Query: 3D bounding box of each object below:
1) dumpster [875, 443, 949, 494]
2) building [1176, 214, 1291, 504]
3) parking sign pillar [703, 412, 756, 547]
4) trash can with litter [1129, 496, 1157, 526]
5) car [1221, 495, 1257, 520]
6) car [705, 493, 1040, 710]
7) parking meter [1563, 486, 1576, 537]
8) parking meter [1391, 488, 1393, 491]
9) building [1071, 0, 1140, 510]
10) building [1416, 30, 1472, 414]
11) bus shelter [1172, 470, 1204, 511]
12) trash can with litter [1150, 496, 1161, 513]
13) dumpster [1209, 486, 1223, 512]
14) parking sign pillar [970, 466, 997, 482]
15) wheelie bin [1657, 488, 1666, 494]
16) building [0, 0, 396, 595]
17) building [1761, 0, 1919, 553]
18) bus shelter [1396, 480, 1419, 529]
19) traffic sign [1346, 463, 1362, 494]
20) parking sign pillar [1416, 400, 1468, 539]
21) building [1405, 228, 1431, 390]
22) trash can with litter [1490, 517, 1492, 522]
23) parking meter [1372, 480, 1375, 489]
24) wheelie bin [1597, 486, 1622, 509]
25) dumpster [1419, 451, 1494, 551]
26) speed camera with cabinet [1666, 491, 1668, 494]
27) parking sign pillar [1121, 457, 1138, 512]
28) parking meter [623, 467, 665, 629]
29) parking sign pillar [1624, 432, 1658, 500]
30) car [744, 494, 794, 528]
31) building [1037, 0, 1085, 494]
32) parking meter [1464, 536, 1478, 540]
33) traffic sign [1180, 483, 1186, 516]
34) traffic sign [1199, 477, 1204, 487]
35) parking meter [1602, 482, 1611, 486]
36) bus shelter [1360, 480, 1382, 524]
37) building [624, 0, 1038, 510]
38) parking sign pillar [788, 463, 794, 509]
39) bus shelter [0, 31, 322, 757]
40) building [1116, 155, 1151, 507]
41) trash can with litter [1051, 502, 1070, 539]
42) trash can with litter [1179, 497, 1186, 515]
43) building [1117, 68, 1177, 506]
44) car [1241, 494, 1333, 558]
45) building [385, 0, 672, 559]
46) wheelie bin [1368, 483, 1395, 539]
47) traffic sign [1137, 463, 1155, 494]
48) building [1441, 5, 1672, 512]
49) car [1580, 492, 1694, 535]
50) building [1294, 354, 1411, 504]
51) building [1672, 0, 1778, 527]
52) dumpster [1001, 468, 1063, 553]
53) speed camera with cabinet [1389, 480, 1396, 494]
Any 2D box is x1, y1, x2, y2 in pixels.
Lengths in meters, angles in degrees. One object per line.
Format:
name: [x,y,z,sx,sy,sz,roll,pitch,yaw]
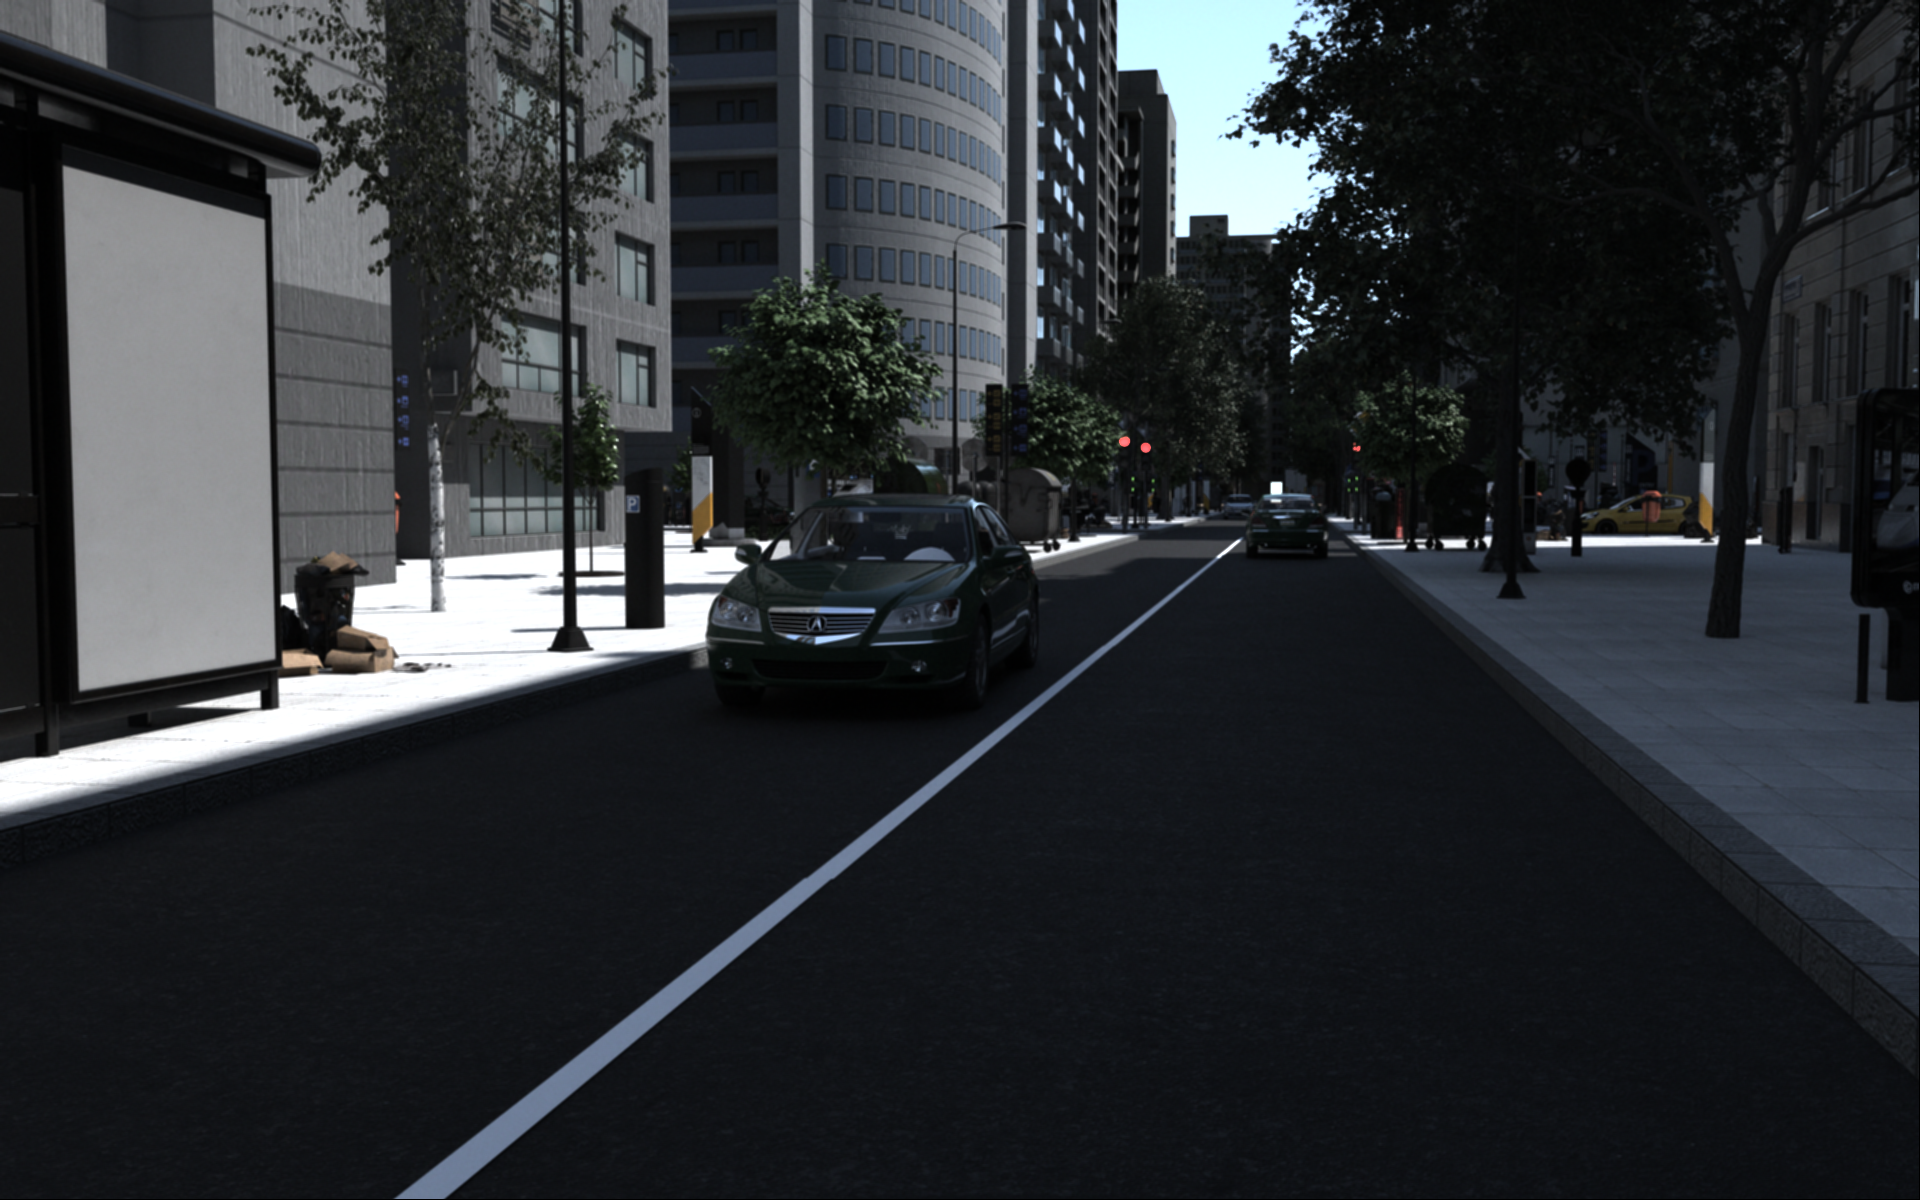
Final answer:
dumpster: [-1.140,-1.861,32.918,1.502,2.255,1.985,1,4,11]
building: [34.819,-33.762,243.895,23.993,40.220,32.217,1,4,11]
parking sign pillar: [-5.747,-3.308,42.553,1.447,3.967,1.447,-2,4,-30]
trash can with litter: [7.198,-3.637,70.523,1.678,1.210,2.233,1,4,17]
car: [15.846,-5.276,98.266,2.014,1.417,4.499,1,4,9]
car: [-0.494,-0.082,13.146,2.131,1.459,4.920,1,4,10]
parking meter: [18.373,-2.676,52.161,0.372,1.533,0.369,0,3,0]
parking meter: [17.243,-3.752,69.753,0.372,1.533,0.369,0,3,0]
building: [5.134,-43.519,149.782,20.563,71.187,20.611,1,4,11]
building: [52.391,-30.518,153.595,22.147,44.769,28.867,1,4,11]
bus shelter: [14.725,-7.256,112.552,2.014,3.302,5.546,1,4,11]
trash can with litter: [13.137,-6.311,114.580,1.055,1.170,0.624,-3,5,-39]
dumpster: [17.935,-7.153,122.713,1.264,1.857,1.865,1,4,11]
parking sign pillar: [1.078,-5.312,75.329,1.447,3.967,1.447,2,4,29]
wheelie bin: [35.803,-4.945,88.763,0.980,1.594,0.693,2,4,35]
building: [-21.075,-28.710,11.414,21.231,58.520,28.212,1,4,11]
building: [23.685,-14.261,30.429,12.463,27.353,25.104,1,4,11]
bus shelter: [16.968,-4.484,64.595,1.731,3.624,6.357,1,4,11]
traffic sign: [15.750,-4.215,69.018,0.768,2.556,0.104,1,4,14]
parking sign pillar: [13.851,-3.744,49.680,1.447,3.967,1.447,1,4,11]
building: [58.599,-34.423,182.420,23.786,49.044,30.456,1,4,11]
trash can with litter: [25.194,-4.234,80.284,1.678,1.210,2.233,-1,4,-9]
parking meter: [17.066,-3.983,70.833,0.399,1.863,0.255,-3,5,-42]
wheelie bin: [25.607,-3.689,68.223,0.980,1.594,0.693,0,4,-8]
dumpster: [11.352,-2.275,39.686,1.502,2.255,1.985,1,4,11]
speed camera with cabinet: [43.368,-6.719,104.197,2.038,3.252,0.660,0,4,7]
parking sign pillar: [11.966,-8.206,122.642,1.447,3.967,1.447,2,4,25]
parking meter: [-3.023,-0.500,16.588,0.372,1.533,0.369,0,3,0]
parking sign pillar: [29.681,-5.321,75.475,1.447,3.967,1.447,0,4,-6]
car: [-7.484,-3.249,62.908,4.222,1.686,2.009,1,4,10]
building: [-3.122,-30.876,124.437,23.786,49.044,30.456,1,4,11]
parking meter: [14.391,-2.633,48.760,0.399,1.863,0.255,1,4,10]
traffic sign: [13.096,-6.272,102.647,0.768,2.556,0.104,1,4,21]
traffic sign: [17.833,-7.727,126.438,0.768,2.556,0.104,1,4,17]
parking meter: [31.579,-4.824,84.587,0.399,1.863,0.255,3,4,38]
bus shelter: [19.174,-6.186,78.773,2.179,5.291,8.768,1,4,11]
building: [-8.523,-33.348,87.234,21.231,58.520,28.212,1,4,11]
parking sign pillar: [-6.226,-4.956,69.496,1.447,3.967,1.447,0,4,6]
bus shelter: [-5.659,-1.745,6.167,2.179,5.291,8.768,1,4,11]
building: [2.870,-29.478,173.841,32.217,40.220,23.993,1,4,11]
trash can with litter: [2.705,-2.327,49.440,0.624,1.170,1.055,2,4,31]
trash can with litter: [13.805,-5.813,106.437,0.624,1.170,1.055,-2,4,-28]
building: [13.248,-35.064,196.989,21.600,48.544,21.300,1,4,11]
car: [7.596,-1.742,40.282,2.131,1.459,4.920,1,4,10]
building: [-14.924,-21.832,40.549,14.086,41.232,14.154,1,4,11]
wheelie bin: [12.197,-2.573,49.971,0.693,1.594,0.980,-1,4,-14]
traffic sign: [7.227,-4.129,67.608,0.768,2.556,0.104,1,4,15]
building: [47.828,-32.317,117.625,28.713,52.752,27.495,1,4,11]
car: [22.506,-2.878,57.282,3.980,1.641,2.015,1,4,11]
building: [60.382,-23.997,237.384,28.899,21.520,27.650,1,4,11]
building: [42.900,-27.525,73.730,21.600,48.544,21.300,1,4,11]
dumpster: [1.550,-2.012,38.656,1.264,1.857,1.865,1,4,11]
speed camera with cabinet: [18.250,-4.826,73.246,0.660,3.252,2.038,0,4,4]
